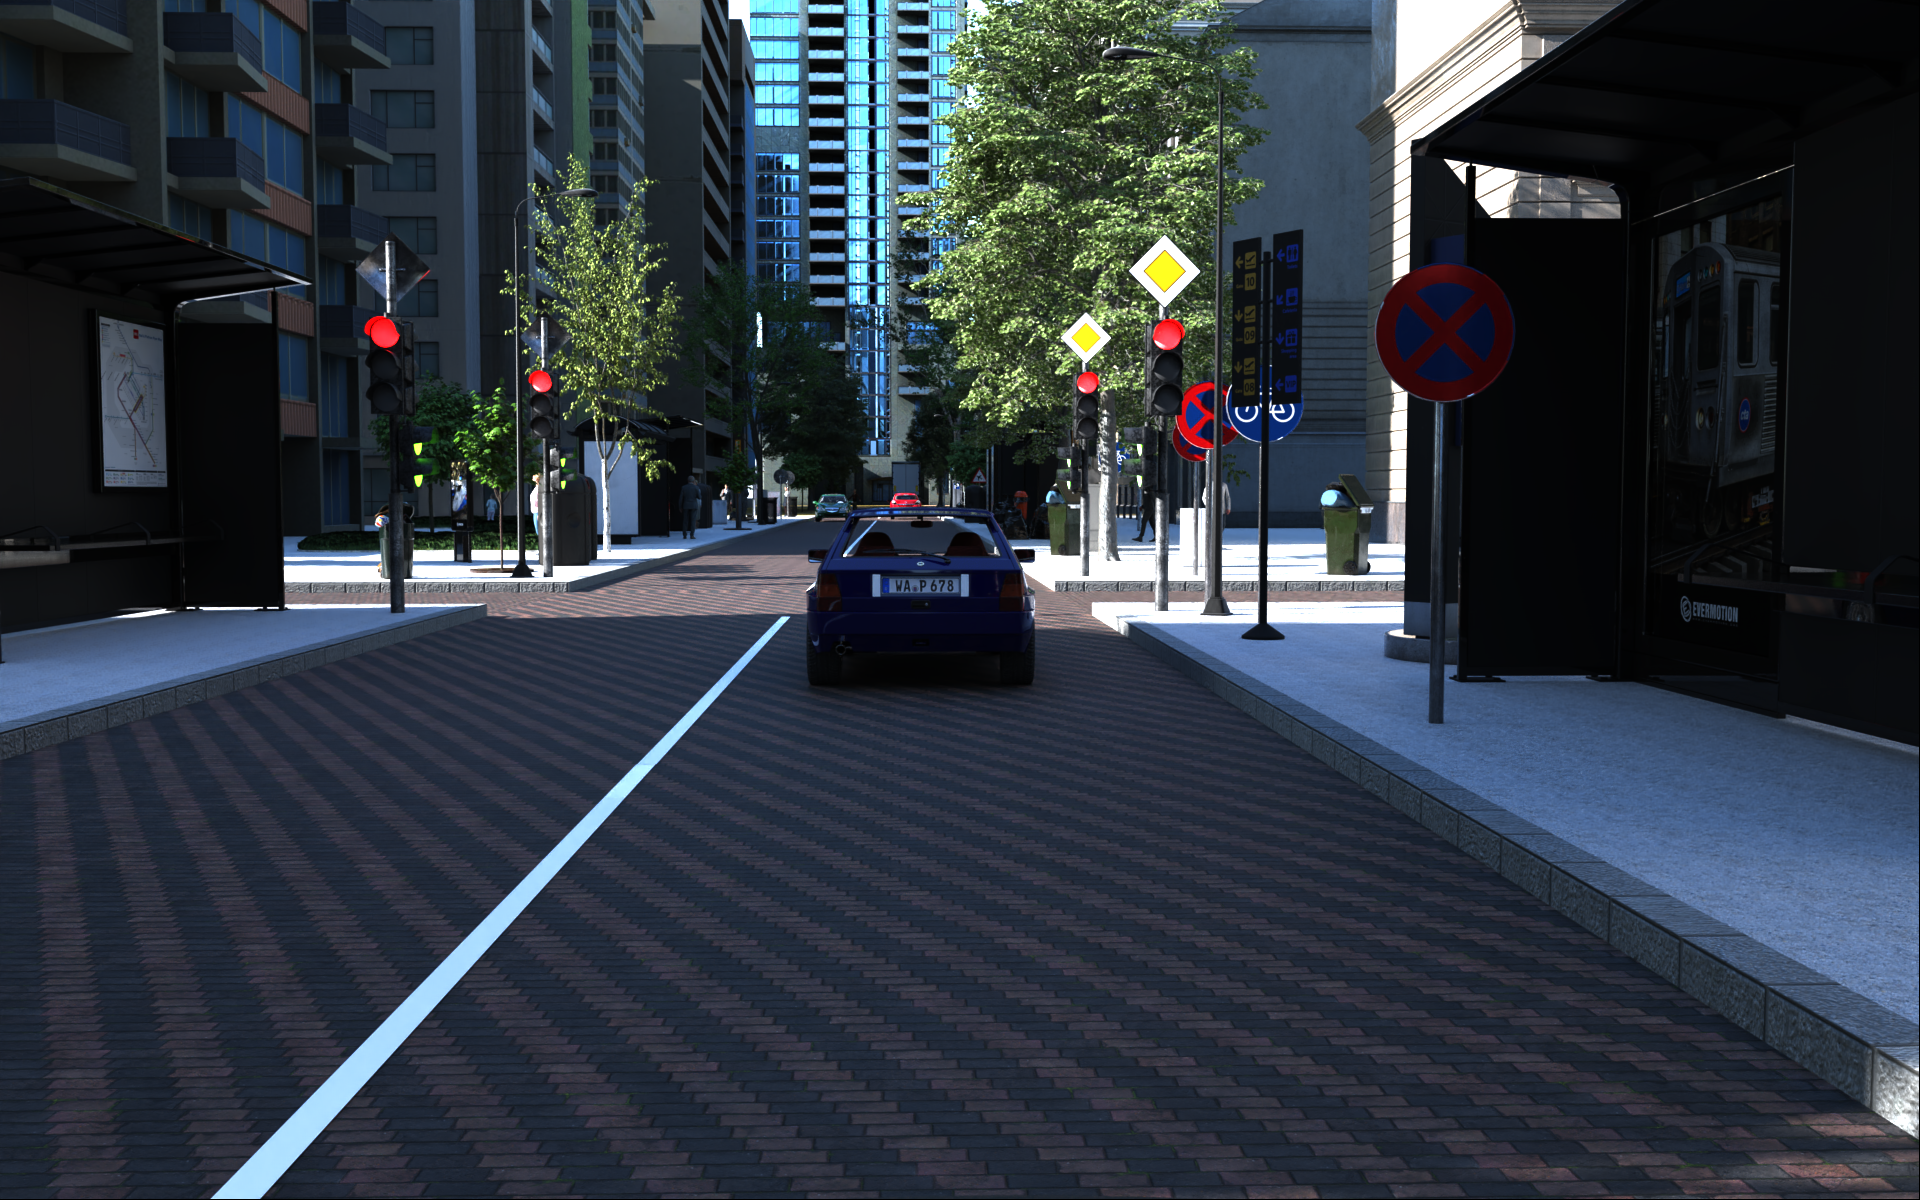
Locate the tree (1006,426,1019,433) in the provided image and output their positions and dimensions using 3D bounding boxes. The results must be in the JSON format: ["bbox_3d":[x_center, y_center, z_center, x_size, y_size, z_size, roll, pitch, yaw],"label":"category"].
[{"bbox_3d":[4.699,-9.194,100.689,4.737,8.622,4.395,0,3,0],"label":"tree"}]

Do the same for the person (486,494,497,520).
[{"bbox_3d":[-16.952,-3.194,62.550,0.394,1.301,0.425,2,4,31],"label":"person"}]

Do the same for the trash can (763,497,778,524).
[{"bbox_3d":[-8.089,-3.791,73.632,0.748,1.137,0.748,0,3,0],"label":"trash can"}]

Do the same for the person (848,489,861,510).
[{"bbox_3d":[-7.143,-6.587,116.716,1.217,1.766,0.721,3,4,37],"label":"person"}]

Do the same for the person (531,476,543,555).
[{"bbox_3d":[-8.781,-1.823,36.524,0.598,1.740,0.731,-2,4,-34],"label":"person"}]

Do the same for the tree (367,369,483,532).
[{"bbox_3d":[-13.874,-3.786,45.615,4.285,4.588,4.351,0,3,0],"label":"tree"}]

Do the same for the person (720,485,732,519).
[{"bbox_3d":[-12.050,-5.091,89.239,0.622,1.834,0.822,0,4,-7],"label":"person"}]

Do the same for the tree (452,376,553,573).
[{"bbox_3d":[-7.412,-2.071,28.461,1.663,3.219,1.824,0,3,0],"label":"tree"}]

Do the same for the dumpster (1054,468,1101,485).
[{"bbox_3d":[2.835,-2.073,39.650,1.264,1.857,1.865,0,4,-2],"label":"dumpster"}]

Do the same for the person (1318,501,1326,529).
[{"bbox_3d":[13.202,-3.209,62.782,0.475,1.303,0.640,-1,4,-23],"label":"person"}]

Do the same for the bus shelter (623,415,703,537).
[{"bbox_3d":[-9.251,-3.860,54.390,1.731,3.624,6.357,0,4,-2],"label":"bus shelter"}]

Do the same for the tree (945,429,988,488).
[{"bbox_3d":[0.824,-6.353,87.584,4.285,4.588,4.351,0,3,0],"label":"tree"}]

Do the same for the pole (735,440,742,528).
[{"bbox_3d":[-8.360,-4.371,65.316,0.158,3.312,0.155,0,3,0],"label":"pole"}]

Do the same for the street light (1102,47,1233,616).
[{"bbox_3d":[2.180,-2.792,18.182,1.470,5.913,1.316,0,4,-2],"label":"street light"}]

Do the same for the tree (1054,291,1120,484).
[{"bbox_3d":[6.022,-6.712,60.096,4.737,8.622,4.395,0,3,0],"label":"tree"}]

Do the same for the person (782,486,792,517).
[{"bbox_3d":[-9.840,-5.617,98.636,0.466,1.731,0.760,1,4,18],"label":"person"}]

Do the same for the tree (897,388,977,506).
[{"bbox_3d":[-1.903,-16.040,179.267,9.611,12.733,9.660,0,3,0],"label":"tree"}]

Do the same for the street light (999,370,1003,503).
[{"bbox_3d":[0.791,-5.111,56.100,1.470,5.913,1.316,0,4,-2],"label":"street light"}]

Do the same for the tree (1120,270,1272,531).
[{"bbox_3d":[7.270,-6.262,52.753,4.737,8.622,4.395,0,3,0],"label":"tree"}]

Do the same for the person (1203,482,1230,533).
[{"bbox_3d":[6.121,-2.171,41.391,0.661,1.843,0.795,0,4,-2],"label":"person"}]

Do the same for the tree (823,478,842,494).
[{"bbox_3d":[-11.332,-9.634,152.124,1.663,3.219,1.824,0,3,0],"label":"tree"}]

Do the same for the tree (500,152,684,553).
[{"bbox_3d":[-7.727,-5.328,37.470,4.737,8.622,4.395,0,3,0],"label":"tree"}]

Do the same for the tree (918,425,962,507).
[{"bbox_3d":[-1.759,-13.374,169.024,4.737,8.622,4.395,0,3,0],"label":"tree"}]

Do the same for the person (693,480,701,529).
[{"bbox_3d":[-9.636,-3.470,62.996,0.478,1.798,0.641,1,4,22],"label":"person"}]

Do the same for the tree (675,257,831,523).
[{"bbox_3d":[-9.066,-9.257,77.101,9.928,11.665,9.643,0,3,0],"label":"tree"}]

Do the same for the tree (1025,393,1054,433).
[{"bbox_3d":[5.391,-8.085,82.550,4.737,8.622,4.395,0,3,0],"label":"tree"}]

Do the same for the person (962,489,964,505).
[{"bbox_3d":[0.216,-9.466,161.529,1.217,1.736,0.721,1,4,18],"label":"person"}]

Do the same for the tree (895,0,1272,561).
[{"bbox_3d":[2.476,-7.006,32.674,7.486,12.596,7.792,0,3,0],"label":"tree"}]

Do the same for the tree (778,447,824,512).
[{"bbox_3d":[-11.173,-8.447,121.819,4.285,4.588,4.351,0,3,0],"label":"tree"}]

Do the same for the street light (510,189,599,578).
[{"bbox_3d":[-6.197,-3.299,26.482,1.470,5.913,1.316,0,4,-2],"label":"street light"}]

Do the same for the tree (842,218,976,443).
[{"bbox_3d":[-1.310,-16.146,119.870,12.611,20.169,13.585,0,3,0],"label":"tree"}]

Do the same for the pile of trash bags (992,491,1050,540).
[{"bbox_3d":[1.864,-2.478,50.263,1.912,1.369,3.447,0,4,-3],"label":"pile of trash bags"}]

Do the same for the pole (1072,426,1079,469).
[{"bbox_3d":[3.466,-3.566,52.150,0.158,3.312,0.155,0,3,0],"label":"pole"}]

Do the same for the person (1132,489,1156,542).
[{"bbox_3d":[4.984,-2.484,46.428,0.755,1.850,0.659,0,4,8],"label":"person"}]

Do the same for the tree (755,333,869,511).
[{"bbox_3d":[-11.492,-13.901,133.932,9.857,13.997,8.962,0,3,0],"label":"tree"}]

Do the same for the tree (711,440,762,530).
[{"bbox_3d":[-7.851,-4.122,61.995,1.663,3.219,1.824,0,3,0],"label":"tree"}]

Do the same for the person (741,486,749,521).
[{"bbox_3d":[-10.104,-4.622,81.426,0.447,1.846,0.655,-3,4,-37],"label":"person"}]

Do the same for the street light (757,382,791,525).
[{"bbox_3d":[-7.702,-6.073,71.836,1.470,5.913,1.316,0,4,-2],"label":"street light"}]

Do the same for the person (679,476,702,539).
[{"bbox_3d":[-7.720,-2.656,49.639,0.661,1.801,0.590,0,4,-3],"label":"person"}]

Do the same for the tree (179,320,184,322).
[{"bbox_3d":[-14.037,-2.884,30.863,4.285,4.588,4.351,0,3,0],"label":"tree"}]

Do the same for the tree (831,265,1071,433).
[{"bbox_3d":[1.566,-9.047,73.669,9.928,11.665,9.643,0,3,0],"label":"tree"}]

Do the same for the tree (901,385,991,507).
[{"bbox_3d":[-0.763,-12.821,144.041,8.767,10.594,7.601,0,4,-1],"label":"tree"}]

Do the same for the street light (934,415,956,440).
[{"bbox_3d":[-0.809,-7.874,101.281,1.470,5.913,1.316,0,4,-2],"label":"street light"}]

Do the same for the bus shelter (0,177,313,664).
[{"bbox_3d":[-7.838,-1.508,15.942,1.731,3.624,6.357,0,4,-2],"label":"bus shelter"}]

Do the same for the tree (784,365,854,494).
[{"bbox_3d":[-10.886,-13.872,144.940,7.486,12.596,7.792,0,3,0],"label":"tree"}]

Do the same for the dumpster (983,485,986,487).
[{"bbox_3d":[1.646,-4.676,82.212,1.264,1.857,1.865,0,4,-2],"label":"dumpster"}]

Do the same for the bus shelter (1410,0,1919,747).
[{"bbox_3d":[4.012,-1.070,8.775,1.731,3.624,6.357,0,4,-2],"label":"bus shelter"}]

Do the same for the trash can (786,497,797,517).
[{"bbox_3d":[-9.423,-5.218,96.962,0.748,1.137,0.748,0,3,0],"label":"trash can"}]
